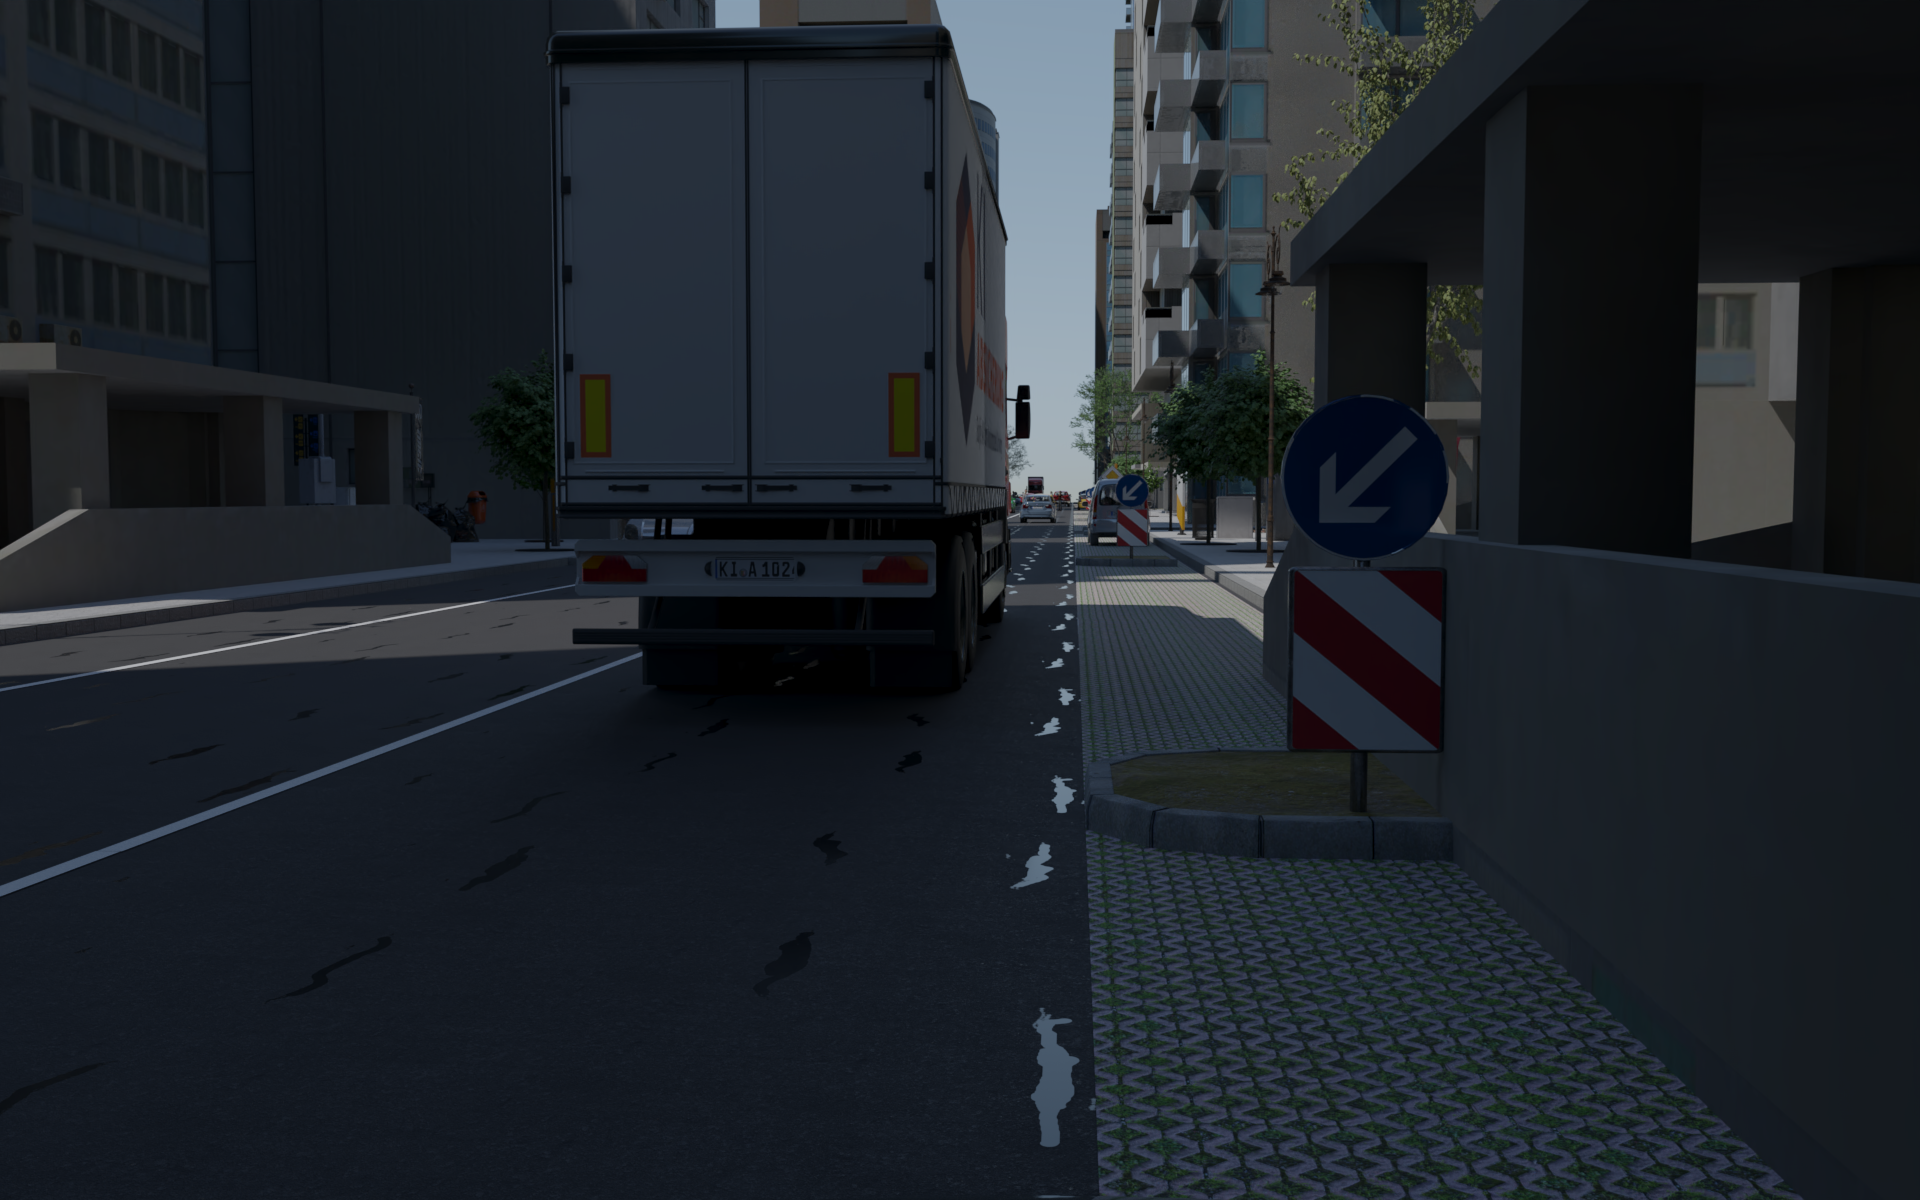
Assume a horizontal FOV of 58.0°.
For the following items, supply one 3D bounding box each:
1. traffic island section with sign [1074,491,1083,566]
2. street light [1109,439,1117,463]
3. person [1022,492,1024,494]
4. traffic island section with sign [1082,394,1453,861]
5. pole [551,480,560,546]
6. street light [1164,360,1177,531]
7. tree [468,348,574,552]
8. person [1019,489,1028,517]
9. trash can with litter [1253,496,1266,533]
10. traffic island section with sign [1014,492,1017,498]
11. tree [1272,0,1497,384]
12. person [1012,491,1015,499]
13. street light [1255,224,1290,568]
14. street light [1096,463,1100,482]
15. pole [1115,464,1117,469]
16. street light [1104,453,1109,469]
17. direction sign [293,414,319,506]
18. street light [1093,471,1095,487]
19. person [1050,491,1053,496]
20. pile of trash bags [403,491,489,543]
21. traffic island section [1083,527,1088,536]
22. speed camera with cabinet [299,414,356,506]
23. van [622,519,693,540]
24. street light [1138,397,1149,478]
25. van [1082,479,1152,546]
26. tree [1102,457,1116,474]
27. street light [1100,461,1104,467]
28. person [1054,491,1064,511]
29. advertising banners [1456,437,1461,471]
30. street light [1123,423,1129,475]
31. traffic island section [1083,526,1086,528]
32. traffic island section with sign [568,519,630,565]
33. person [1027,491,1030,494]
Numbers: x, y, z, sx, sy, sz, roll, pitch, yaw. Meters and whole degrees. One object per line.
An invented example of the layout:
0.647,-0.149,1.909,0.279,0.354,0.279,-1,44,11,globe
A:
3.331,-1.606,34.886,1.989,1.847,2.006,0,4,4,traffic island section with sign
12.693,-10.368,142.305,0.468,5.910,1.993,0,4,4,street light
8.358,-13.391,228.155,1.217,1.736,0.721,3,4,36,person
1.557,0.058,7.684,1.989,1.847,2.006,0,4,4,traffic island section with sign
-9.918,-2.969,42.389,0.158,3.312,0.155,0,3,0,pole
7.273,-5.312,59.643,0.468,5.910,1.993,0,4,4,street light
-9.372,-3.389,39.123,4.285,4.588,4.351,0,3,0,tree
3.800,-5.607,100.927,0.760,1.731,0.466,1,4,14,person
9.817,-2.840,57.492,1.678,1.210,2.233,-1,4,-16,trash can with litter
8.979,-16.477,278.025,1.989,1.847,2.006,0,4,4,traffic island section with sign
5.945,-4.425,22.719,4.737,8.622,4.395,0,3,0,tree
6.393,-12.269,209.104,0.705,1.824,1.348,-2,4,-26,person
5.401,-3.499,30.001,0.468,5.910,1.993,0,4,4,street light
17.669,-15.056,218.957,0.468,5.910,1.993,0,4,4,street light
10.461,-7.486,116.239,0.158,3.312,0.155,0,3,0,pole
13.760,-11.423,159.546,0.468,5.910,1.993,0,4,4,street light
-18.209,-3.443,48.295,0.379,3.537,0.876,2,4,26,direction sign
19.175,-16.427,241.365,0.468,5.910,1.993,0,4,4,street light
9.299,-10.334,178.249,0.721,1.735,1.217,-1,4,-16,person
-13.713,-2.236,46.312,1.912,1.369,3.447,1,4,17,pile of trash bags
5.316,-2.322,60.249,2.009,0.180,2.903,0,4,4,traffic island section
-15.549,-2.998,43.355,0.660,3.252,2.038,2,4,27,speed camera with cabinet
-4.670,-1.421,30.247,2.013,2.044,4.112,0,4,5,van
8.770,-6.721,82.674,0.468,5.910,1.993,0,4,4,street light
4.467,-2.570,49.027,2.013,2.044,4.112,0,4,3,van
6.230,-3.675,43.800,4.285,4.588,4.351,0,3,0,tree
15.821,-13.235,189.176,0.468,5.910,1.993,0,4,4,street light
8.387,-8.376,146.271,0.721,1.723,1.217,-3,5,-41,person
13.588,-3.338,50.757,2.074,3.025,0.090,1,4,23,advertising banners
10.816,-8.555,112.664,0.468,5.910,1.993,0,4,4,street light
5.837,-2.810,68.217,2.009,0.180,2.903,0,4,4,traffic island section
-6.849,-1.658,35.734,1.989,1.847,2.006,0,4,4,traffic island section with sign
9.560,-14.337,242.535,1.348,1.869,0.705,2,4,26,person
